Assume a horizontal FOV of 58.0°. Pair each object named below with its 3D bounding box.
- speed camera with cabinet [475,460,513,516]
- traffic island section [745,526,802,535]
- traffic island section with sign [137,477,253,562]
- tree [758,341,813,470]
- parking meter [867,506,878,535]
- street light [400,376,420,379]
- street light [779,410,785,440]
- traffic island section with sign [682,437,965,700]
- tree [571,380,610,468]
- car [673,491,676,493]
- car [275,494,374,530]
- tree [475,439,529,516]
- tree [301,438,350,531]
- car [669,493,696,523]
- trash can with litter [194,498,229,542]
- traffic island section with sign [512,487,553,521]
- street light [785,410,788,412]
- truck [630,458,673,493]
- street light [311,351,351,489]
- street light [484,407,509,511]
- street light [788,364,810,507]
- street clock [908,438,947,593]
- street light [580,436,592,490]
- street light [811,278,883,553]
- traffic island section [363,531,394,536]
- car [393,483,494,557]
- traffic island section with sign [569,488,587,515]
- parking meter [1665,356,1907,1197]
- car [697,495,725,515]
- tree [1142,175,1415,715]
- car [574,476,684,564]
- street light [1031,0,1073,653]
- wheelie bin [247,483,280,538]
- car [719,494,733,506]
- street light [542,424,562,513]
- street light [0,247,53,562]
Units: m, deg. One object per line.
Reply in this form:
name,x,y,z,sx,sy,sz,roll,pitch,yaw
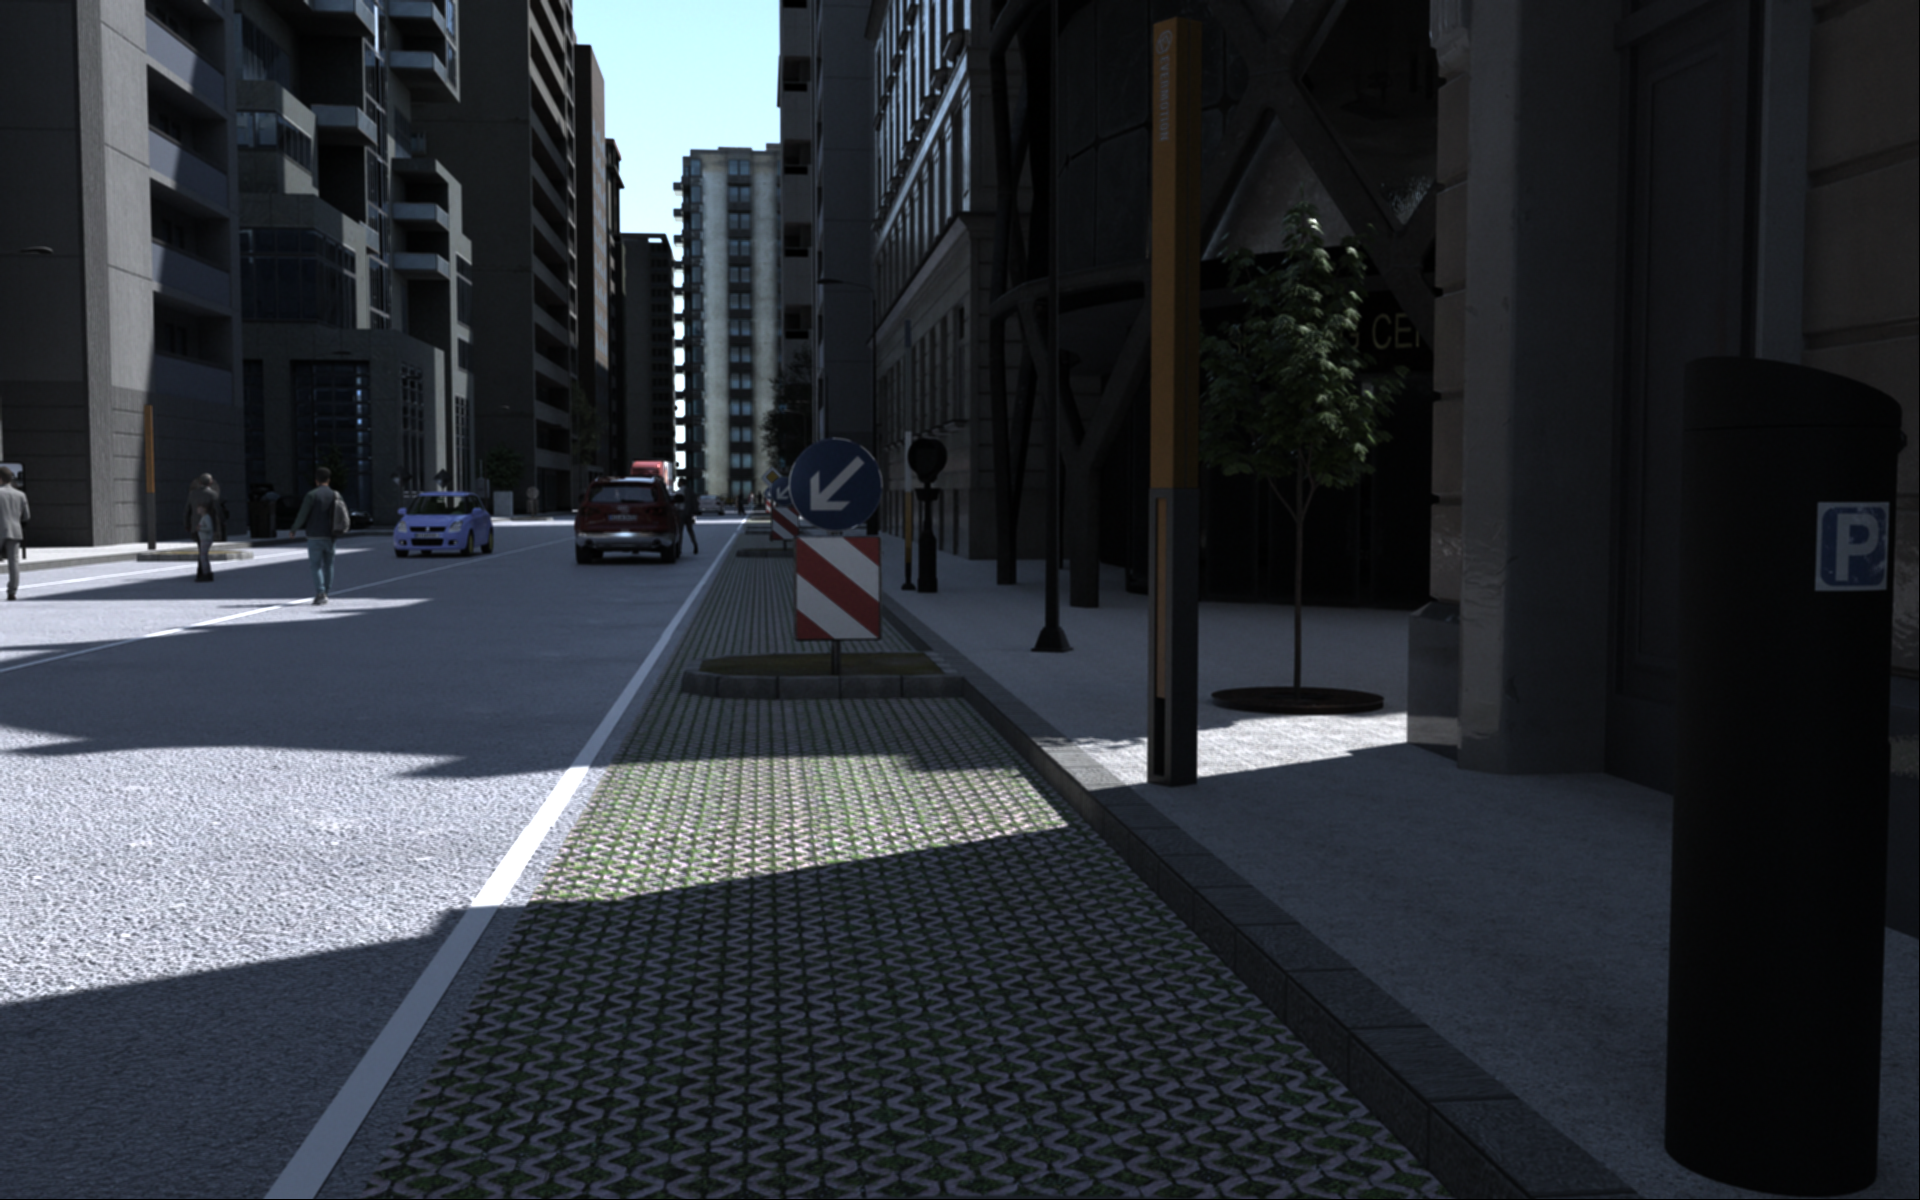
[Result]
speed camera with cabinet,-26.895,-6.460,99.964,2.038,3.252,0.660,0,4,4
traffic island section,-6.685,-2.433,62.060,2.009,0.180,2.903,0,4,-7
traffic island section with sign,-16.604,-1.784,37.792,1.989,1.847,2.006,0,4,-7
tree,-9.155,-10.531,106.590,7.601,10.594,8.767,-3,5,-42
parking meter,-2.375,-2.522,46.938,0.255,1.863,0.399,1,4,9
street light,-21.900,-5.847,68.144,1.470,5.913,1.316,0,4,-7
street light,-9.131,-7.549,95.962,1.470,5.913,1.316,0,4,-7
traffic island section with sign,-1.062,-0.264,12.946,1.989,1.847,2.006,0,4,-7
tree,-30.834,-12.079,131.901,8.767,10.594,7.601,0,4,-8
car,-33.084,-11.864,202.649,2.281,1.827,5.304,0,4,-6
car,-23.805,-3.297,63.698,4.222,1.686,2.009,0,4,-7
tree,-27.474,-7.361,104.058,4.285,4.588,4.351,0,3,0
tree,-21.568,-3.984,59.743,1.663,3.219,1.824,0,3,0
car,-13.693,-4.540,83.269,2.155,1.783,4.494,0,4,-5
trash can with litter,-20.082,-2.135,46.290,1.055,1.170,0.624,1,4,16
traffic island section with sign,-22.933,-5.161,93.012,1.989,1.847,2.006,0,4,-7
street light,-6.460,-6.110,72.439,1.470,5.913,1.316,0,4,-7
truck,-24.600,-9.124,138.088,2.839,4.237,11.283,0,4,-5
street light,-20.421,-5.117,56.212,1.470,5.913,1.316,0,4,-7
street light,-24.646,-7.305,91.985,1.470,5.913,1.316,0,4,-7
street light,-5.301,-5.475,62.056,1.470,5.913,1.316,0,4,-7
street clock,-0.424,-1.100,22.549,0.471,2.002,0.358,2,4,33
street light,-30.007,-10.202,139.345,1.470,5.913,1.316,0,4,-7
street light,-2.388,-3.972,37.485,1.470,5.913,1.316,0,4,-7
traffic island section,-19.543,-2.344,60.598,2.009,0.180,2.903,0,4,-7
car,-12.070,-1.894,40.550,1.945,1.707,3.694,0,4,-5
traffic island section with sign,-26.056,-6.831,120.315,1.989,1.847,2.006,0,4,-7
parking meter,1.560,0.313,3.296,0.372,1.533,0.369,0,3,0
car,-17.037,-6.454,117.887,2.083,1.381,4.827,0,4,-5
tree,2.164,-0.976,10.561,1.663,3.219,1.824,0,3,0
car,-7.100,-1.750,37.278,2.281,1.827,5.304,0,4,-7
street light,0.217,-2.533,13.954,1.470,5.913,1.316,0,4,-7
wheelie bin,-20.249,-2.593,50.308,0.980,1.594,0.693,0,4,-4
car,-29.000,-12.457,213.887,2.015,1.641,3.980,0,4,-6
street light,-27.232,-8.745,115.518,1.470,5.913,1.316,0,4,-7
street light,-17.773,-3.679,32.686,1.470,5.913,1.316,0,4,-7
